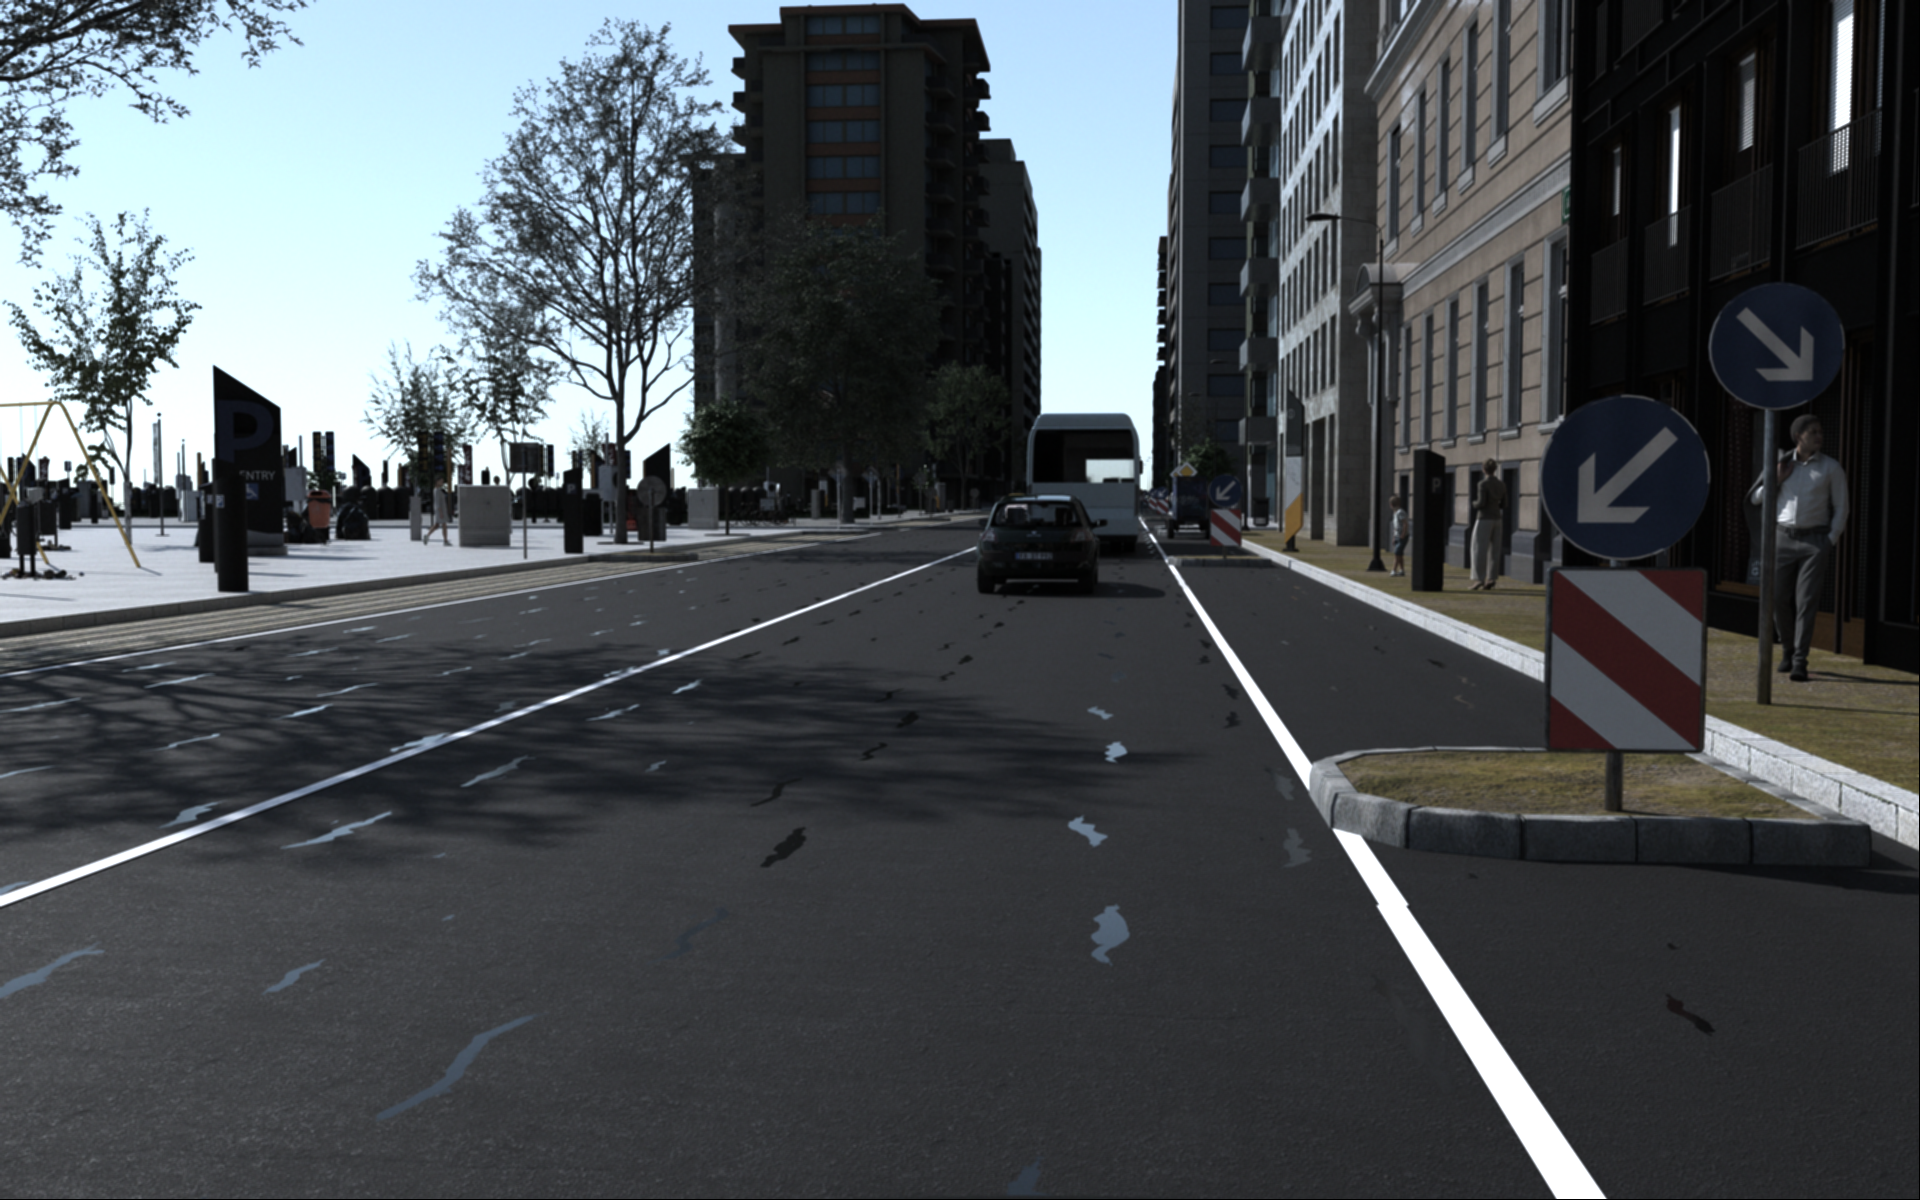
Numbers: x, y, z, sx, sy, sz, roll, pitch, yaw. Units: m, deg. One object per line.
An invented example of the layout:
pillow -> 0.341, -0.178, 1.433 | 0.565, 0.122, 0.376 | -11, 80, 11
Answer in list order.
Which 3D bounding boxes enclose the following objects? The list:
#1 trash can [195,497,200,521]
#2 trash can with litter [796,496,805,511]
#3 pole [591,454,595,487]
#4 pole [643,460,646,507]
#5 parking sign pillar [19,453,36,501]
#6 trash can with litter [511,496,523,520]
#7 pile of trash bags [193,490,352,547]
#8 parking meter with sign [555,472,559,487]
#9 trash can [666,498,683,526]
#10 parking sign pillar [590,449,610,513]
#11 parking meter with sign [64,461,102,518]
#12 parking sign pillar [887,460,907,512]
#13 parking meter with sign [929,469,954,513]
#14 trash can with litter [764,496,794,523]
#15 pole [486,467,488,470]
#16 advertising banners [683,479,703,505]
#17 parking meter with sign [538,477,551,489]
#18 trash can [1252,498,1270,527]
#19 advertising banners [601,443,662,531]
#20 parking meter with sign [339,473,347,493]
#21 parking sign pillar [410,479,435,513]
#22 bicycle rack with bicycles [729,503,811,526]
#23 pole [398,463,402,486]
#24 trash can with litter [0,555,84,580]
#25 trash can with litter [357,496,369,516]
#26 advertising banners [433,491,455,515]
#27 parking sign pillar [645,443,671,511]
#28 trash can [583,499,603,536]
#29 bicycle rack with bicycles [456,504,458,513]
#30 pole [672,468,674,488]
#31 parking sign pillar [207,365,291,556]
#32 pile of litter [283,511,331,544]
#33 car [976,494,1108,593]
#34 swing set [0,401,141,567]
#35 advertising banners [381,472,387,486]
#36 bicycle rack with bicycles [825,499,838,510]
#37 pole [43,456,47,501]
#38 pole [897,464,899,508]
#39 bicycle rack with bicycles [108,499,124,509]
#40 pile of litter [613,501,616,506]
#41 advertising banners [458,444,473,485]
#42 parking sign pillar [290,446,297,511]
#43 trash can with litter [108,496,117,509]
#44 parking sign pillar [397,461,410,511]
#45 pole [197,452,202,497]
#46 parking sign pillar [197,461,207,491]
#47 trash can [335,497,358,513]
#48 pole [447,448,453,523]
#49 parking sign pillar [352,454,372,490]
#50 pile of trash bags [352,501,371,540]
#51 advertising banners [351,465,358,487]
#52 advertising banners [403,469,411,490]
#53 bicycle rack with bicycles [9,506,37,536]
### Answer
trash can -> -33.799, -4.025, 77.462 | 0.748, 1.137, 0.748 | 0, 3, 0
trash can with litter -> -11.491, -6.795, 122.483 | 1.055, 1.170, 0.624 | 3, 5, 40
pole -> -18.650, -5.766, 88.119 | 0.158, 3.312, 0.155 | 0, 3, 0
pole -> -18.933, -6.741, 104.065 | 0.158, 3.312, 0.155 | 0, 3, 0
parking sign pillar -> -61.156, -7.651, 113.563 | 1.447, 3.967, 1.447 | 2, 4, 31
trash can with litter -> -21.740, -4.464, 84.369 | 1.055, 1.170, 0.624 | -3, 5, -40
pile of trash bags -> -17.246, -2.032, 42.971 | 3.447, 1.369, 1.912 | 0, 4, 3
parking meter with sign -> -31.792, -8.800, 140.135 | 1.738, 3.016, 0.543 | -3, 4, -36
trash can -> -11.655, -3.618, 70.808 | 0.748, 1.137, 0.748 | 0, 3, 0
parking sign pillar -> -21.645, -7.094, 104.466 | 1.447, 3.967, 1.447 | 3, 4, 37
parking meter with sign -> -46.210, -5.819, 91.395 | 1.738, 3.016, 0.543 | 0, 4, 0
parking sign pillar -> -4.532, -8.293, 124.067 | 1.447, 3.967, 1.447 | -2, 4, -26
parking meter with sign -> -1.335, -7.519, 119.201 | 1.738, 3.016, 0.543 | -1, 4, -11
trash can with litter -> -7.911, -4.009, 76.605 | 1.678, 1.210, 2.233 | -2, 4, -27
pole -> -35.257, -8.281, 129.241 | 0.158, 3.312, 0.155 | 0, 3, 0
advertising banners -> -18.992, -7.705, 122.170 | 2.074, 3.025, 0.090 | -2, 4, -29
parking meter with sign -> -34.991, -9.045, 144.140 | 1.738, 3.016, 0.543 | 0, 4, -1
trash can -> 11.871, -3.464, 68.288 | 0.748, 1.137, 0.748 | 0, 3, 0
advertising banners -> -11.312, -3.881, 59.635 | 2.074, 3.025, 0.090 | -2, 4, -23
parking meter with sign -> -50.310, -8.874, 141.355 | 0.543, 3.016, 1.738 | -2, 4, -24
parking sign pillar -> -35.730, -7.827, 116.450 | 1.447, 3.967, 1.447 | 2, 4, 31
bicycle rack with bicycles -> -8.079, -3.477, 70.232 | 2.925, 0.926, 2.852 | -2, 4, -30
pole -> -36.684, -7.321, 113.538 | 0.158, 3.312, 0.155 | 0, 3, 0
trash can with litter -> -14.240, -0.941, 26.445 | 2.233, 1.210, 1.678 | 3, 5, 45
trash can with litter -> -29.388, -4.473, 84.520 | 1.055, 1.170, 0.624 | 2, 4, 27
advertising banners -> -30.119, -6.488, 102.270 | 2.074, 3.025, 0.090 | 1, 4, 10
parking sign pillar -> -15.762, -6.238, 90.469 | 1.447, 3.967, 1.447 | 0, 4, -5
trash can -> -11.255, -2.523, 52.911 | 0.748, 1.137, 0.748 | 0, 3, 0
bicycle rack with bicycles -> -33.766, -6.553, 120.526 | 2.925, 0.926, 2.852 | 3, 4, 37
pole -> -22.162, -8.554, 133.706 | 0.158, 3.312, 0.155 | 0, 3, 0
parking sign pillar -> -14.852, -2.917, 36.162 | 1.447, 3.967, 1.447 | -1, 4, -21
pile of litter -> -17.291, -1.897, 44.984 | 1.719, 0.858, 1.176 | 0, 4, -2
car -> 1.236, -1.017, 26.418 | 2.009, 1.686, 4.222 | 0, 4, 6
swing set -> -16.466, -1.978, 29.967 | 3.119, 2.851, 2.862 | 2, 4, 32
advertising banners -> -47.350, -8.815, 140.309 | 2.074, 3.025, 0.090 | 0, 4, 1
bicycle rack with bicycles -> -8.948, -6.269, 115.877 | 2.852, 0.926, 2.925 | -2, 4, -31
pole -> -49.155, -6.074, 93.157 | 0.158, 3.312, 0.155 | 0, 3, 0
pole -> -4.160, -7.506, 116.568 | 0.158, 3.312, 0.155 | 0, 3, 0
bicycle rack with bicycles -> -62.168, -6.882, 125.909 | 2.925, 0.926, 2.852 | -3, 5, -41
pile of litter -> -27.713, -7.670, 139.361 | 1.719, 0.858, 1.176 | -3, 5, -44
advertising banners -> -17.082, -4.020, 61.922 | 0.090, 3.025, 2.074 | 2, 4, 25
parking sign pillar -> -38.060, -6.683, 97.732 | 1.447, 3.967, 1.447 | -1, 4, -15
trash can with litter -> -68.558, -7.860, 139.906 | 0.624, 1.170, 1.055 | 3, 4, 36
parking sign pillar -> -40.897, -8.543, 128.145 | 1.447, 3.967, 1.447 | 0, 4, -6
pole -> -37.117, -5.548, 84.553 | 0.158, 3.312, 0.155 | 0, 3, 0
parking sign pillar -> -62.325, -9.426, 142.591 | 1.447, 3.967, 1.447 | 3, 5, 43
trash can -> -19.387, -2.639, 54.803 | 0.748, 1.137, 0.748 | 0, 3, 0
pole -> -22.750, -5.098, 77.196 | 0.158, 3.312, 0.155 | 0, 3, 0
parking sign pillar -> -40.288, -7.845, 116.743 | 1.447, 3.967, 1.447 | 2, 4, 24
pile of trash bags -> -18.311, -2.373, 48.551 | 3.447, 1.369, 1.912 | -1, 4, -15
advertising banners -> -36.646, -6.750, 106.543 | 0.090, 3.025, 2.074 | 2, 4, 25
advertising banners -> -37.516, -7.577, 120.072 | 2.074, 3.025, 0.090 | 0, 4, -7
bicycle rack with bicycles -> -29.335, -2.466, 53.693 | 2.852, 0.926, 2.925 | -3, 5, -40
